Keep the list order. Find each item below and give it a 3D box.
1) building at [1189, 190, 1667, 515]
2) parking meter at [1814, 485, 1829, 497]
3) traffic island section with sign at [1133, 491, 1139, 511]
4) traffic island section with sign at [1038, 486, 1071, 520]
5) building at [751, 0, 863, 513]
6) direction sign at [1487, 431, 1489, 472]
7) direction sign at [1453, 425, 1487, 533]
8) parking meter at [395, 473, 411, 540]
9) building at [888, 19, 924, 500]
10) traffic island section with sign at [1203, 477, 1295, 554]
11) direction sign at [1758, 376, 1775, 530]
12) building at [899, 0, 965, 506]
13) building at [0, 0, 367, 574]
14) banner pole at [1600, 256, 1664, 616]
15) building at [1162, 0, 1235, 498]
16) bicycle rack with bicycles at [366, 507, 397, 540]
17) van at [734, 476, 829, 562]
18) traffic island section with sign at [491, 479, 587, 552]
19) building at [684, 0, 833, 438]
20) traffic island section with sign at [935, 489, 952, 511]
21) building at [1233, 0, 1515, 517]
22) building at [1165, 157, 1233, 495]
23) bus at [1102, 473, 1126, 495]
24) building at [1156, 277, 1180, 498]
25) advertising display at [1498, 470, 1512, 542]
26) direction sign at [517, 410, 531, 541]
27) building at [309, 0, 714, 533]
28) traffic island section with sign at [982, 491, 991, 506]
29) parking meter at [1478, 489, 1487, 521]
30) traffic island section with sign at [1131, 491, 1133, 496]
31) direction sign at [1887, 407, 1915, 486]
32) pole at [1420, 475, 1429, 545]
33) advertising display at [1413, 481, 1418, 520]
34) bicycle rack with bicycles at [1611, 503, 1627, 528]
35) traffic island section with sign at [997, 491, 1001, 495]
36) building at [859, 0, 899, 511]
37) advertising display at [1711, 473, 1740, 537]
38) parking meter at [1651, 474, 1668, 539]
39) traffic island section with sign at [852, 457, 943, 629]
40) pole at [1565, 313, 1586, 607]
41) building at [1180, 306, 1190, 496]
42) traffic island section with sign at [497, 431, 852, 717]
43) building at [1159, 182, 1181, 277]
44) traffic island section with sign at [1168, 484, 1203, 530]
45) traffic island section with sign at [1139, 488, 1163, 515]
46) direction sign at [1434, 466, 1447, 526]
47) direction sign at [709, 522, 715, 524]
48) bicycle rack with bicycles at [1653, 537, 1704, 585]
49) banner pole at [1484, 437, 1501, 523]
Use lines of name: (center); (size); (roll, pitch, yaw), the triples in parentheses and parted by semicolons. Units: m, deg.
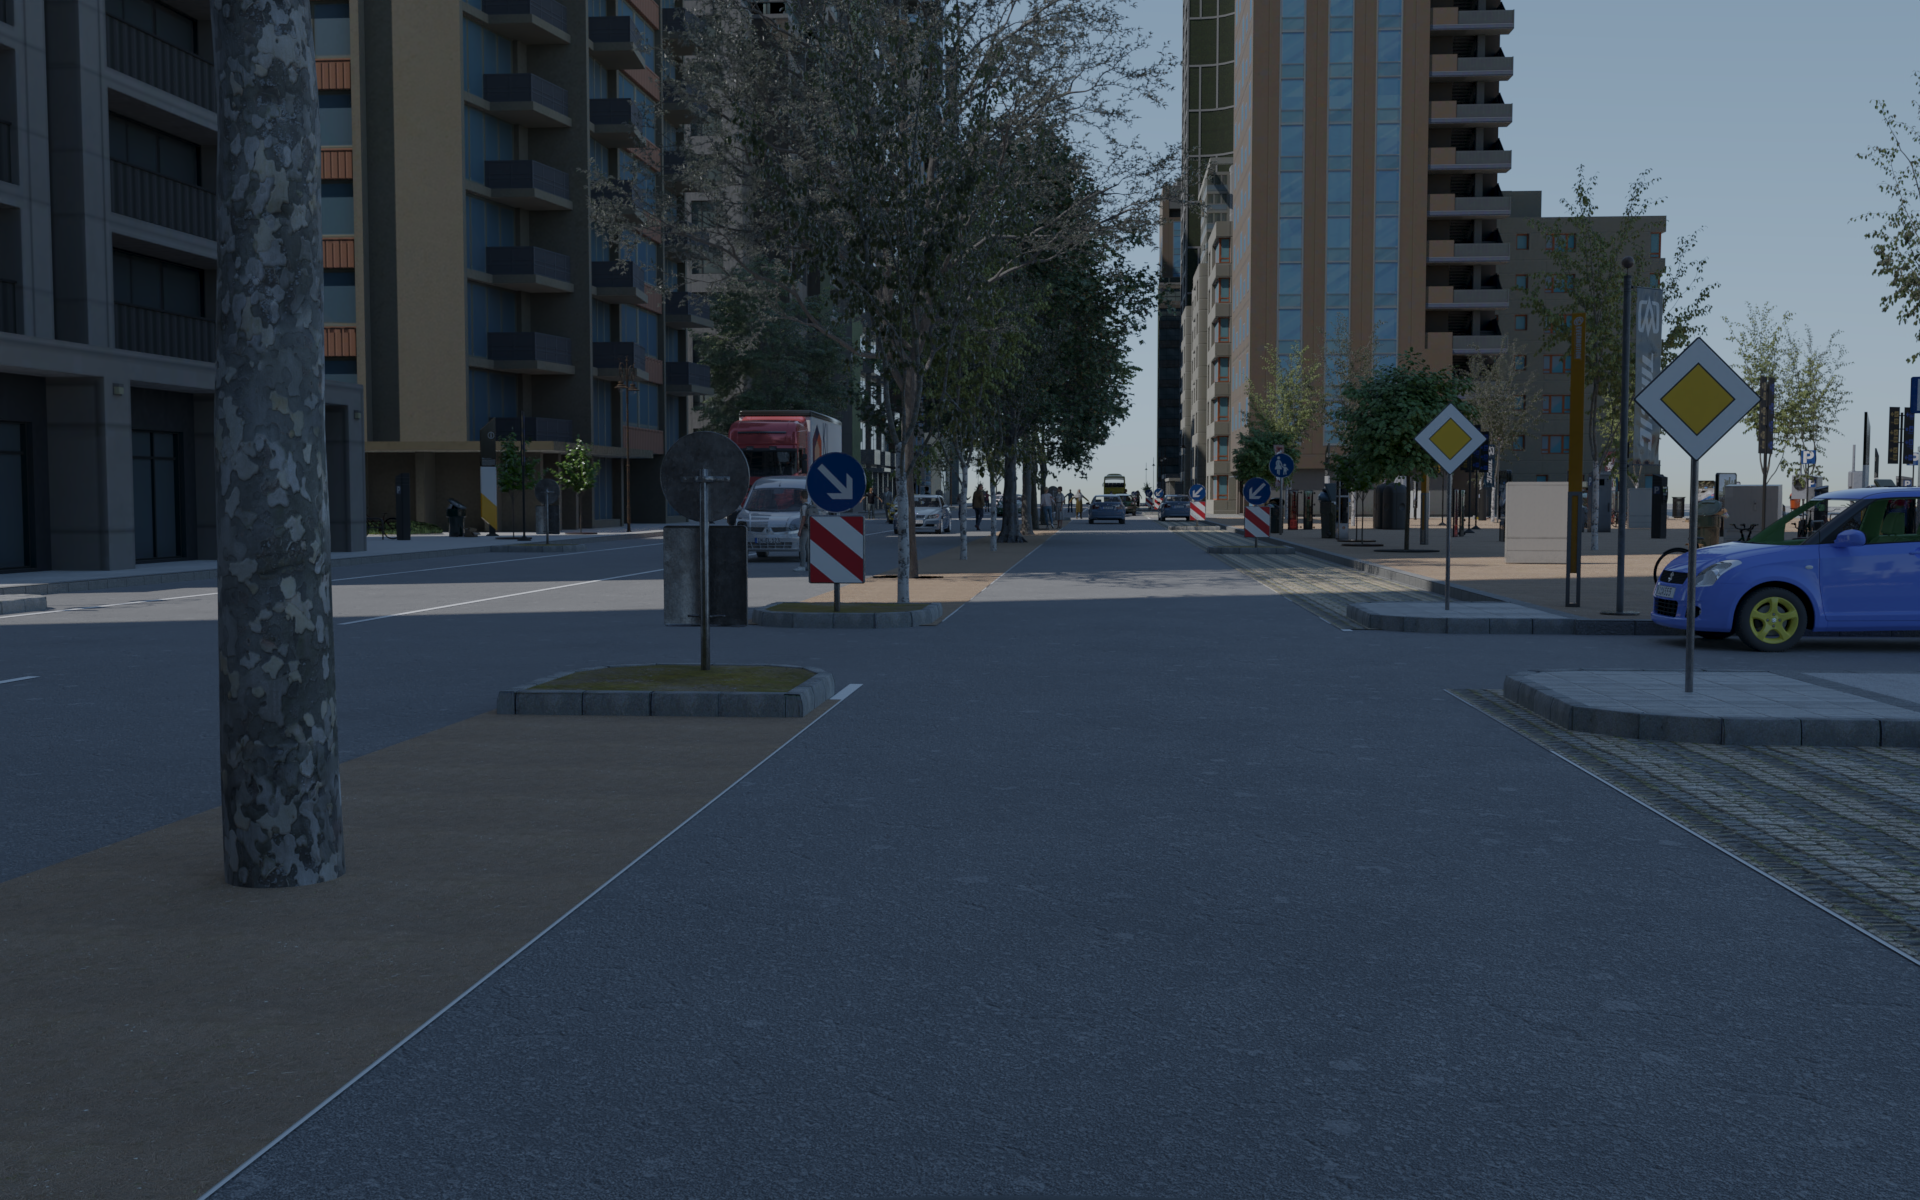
building: (31.188, -17.015, 123.230); (27.650, 21.520, 28.899); (0, 4, 5)
parking meter: (24.859, -2.544, 50.013); (0.372, 1.533, 0.369); (0, 3, 0)
traffic island section with sign: (15.780, -8.389, 145.782); (1.989, 1.847, 2.006); (0, 4, 5)
traffic island section with sign: (5.030, -5.269, 94.290); (2.006, 1.907, 1.989); (0, 4, 5)
building: (-14.534, -26.510, 117.029); (14.154, 41.232, 14.086); (0, 4, 5)
direction sign: (18.736, -4.331, 62.809); (0.876, 3.537, 0.379); (3, 5, 40)
direction sign: (16.727, -3.964, 56.813); (0.379, 3.537, 0.876); (-2, 4, -27)
parking meter: (-15.466, -2.592, 48.084); (0.399, 1.863, 0.255); (3, 5, 43)
building: (-10.962, -31.331, 162.374); (14.600, 45.320, 14.200); (0, 4, 5)
traffic island section with sign: (7.013, -2.036, 41.923); (1.989, 1.847, 2.006); (0, 4, 5)
direction sign: (15.595, -2.542, 33.552); (0.379, 3.537, 0.876); (3, 5, 40)
building: (-9.976, -55.845, 225.731); (22.319, 86.520, 31.000); (0, 4, 5)
building: (-23.903, -36.387, 33.178); (20.563, 71.187, 20.611); (0, 4, 5)
banner pole: (7.220, -1.740, 18.465); (0.863, 3.779, 0.401); (-2, 4, -34)
building: (35.433, -47.278, 211.252); (20.563, 71.187, 20.611); (0, 4, 5)
bicycle rack with bicycles: (-17.392, -2.126, 48.144); (2.925, 0.926, 2.852); (1, 4, 14)
van: (-3.882, -1.895, 37.998); (2.013, 2.044, 4.112); (0, 4, 3)
traffic island section with sign: (-10.487, -2.130, 43.452); (1.989, 1.847, 2.006); (0, 4, 5)
building: (-15.624, -20.277, 103.224); (14.160, 30.474, 14.107); (0, 4, 5)
traffic island section with sign: (-1.738, -8.479, 147.266); (1.989, 1.847, 2.006); (0, 4, 5)
building: (23.522, -27.612, 101.563); (14.600, 45.320, 14.200); (0, 4, 5)
building: (38.852, -30.372, 188.460); (32.217, 40.220, 23.993); (0, 4, 5)
bus: (18.443, -13.181, 207.053); (2.896, 3.916, 12.252); (0, 4, 5)
building: (33.180, -28.035, 230.073); (14.160, 30.474, 14.107); (0, 4, 5)
advertising display: (14.679, -2.536, 46.685); (0.123, 1.923, 0.974); (0, 4, 4)
direction sign: (-11.944, -3.387, 47.369); (0.379, 3.537, 0.876); (-1, 4, -9)
building: (-22.665, -25.428, 70.378); (22.147, 44.769, 28.867); (0, 4, 5)
traffic island section with sign: (2.904, -11.830, 202.041); (1.989, 1.847, 2.006); (0, 4, 5)
parking meter: (25.197, -4.592, 83.487); (0.372, 1.533, 0.369); (0, 3, 0)
traffic island section with sign: (20.399, -11.730, 200.410); (1.989, 1.847, 2.006); (0, 4, 5)
direction sign: (24.466, -3.246, 45.075); (0.876, 3.537, 0.379); (-1, 4, -21)
pole: (11.762, -3.055, 43.789); (0.158, 3.312, 0.155); (0, 3, 0)
advertising display: (22.692, -4.959, 86.298); (0.123, 1.923, 0.974); (0, 4, 8)
bicycle rack with bicycles: (26.049, -3.301, 67.353); (2.925, 0.926, 2.852); (-1, 4, -10)
traffic island section with sign: (5.223, -13.510, 229.518); (1.989, 1.847, 2.006); (0, 4, 5)
building: (-16.936, -31.853, 140.398); (23.786, 49.044, 30.456); (0, 4, 5)
advertising display: (23.044, -2.870, 52.139); (0.974, 1.923, 0.123); (-2, 4, -35)
parking meter: (20.149, -2.701, 49.874); (0.255, 1.863, 0.399); (-2, 4, -28)
traffic island section with sign: (-1.283, -0.690, 19.416); (2.006, 1.907, 1.989); (0, 4, 5)
pole: (6.974, -1.576, 19.614); (0.158, 3.312, 0.155); (0, 3, 0)
building: (34.032, -18.817, 152.704); (27.650, 21.520, 28.899); (0, 4, 5)
traffic island section with sign: (-1.916, -0.238, 12.035); (2.006, 1.907, 1.989); (0, 4, 5)
building: (35.131, -36.330, 244.109); (14.600, 45.320, 14.200); (0, 4, 5)
traffic island section with sign: (9.290, -3.682, 68.826); (1.989, 1.847, 2.006); (0, 4, 5)
traffic island section with sign: (13.510, -6.746, 118.923); (1.989, 1.847, 2.006); (0, 4, 5)
direction sign: (19.672, -4.802, 70.517); (0.876, 3.537, 0.379); (0, 4, 4)
direction sign: (-10.807, -5.073, 74.945); (0.379, 3.537, 0.876); (2, 4, 29)
bicycle rack with bicycles: (9.872, -0.450, 20.737); (2.925, 0.926, 2.852); (1, 4, 16)
banner pole: (23.580, -5.297, 76.620); (0.863, 3.779, 0.401); (0, 4, 5)
